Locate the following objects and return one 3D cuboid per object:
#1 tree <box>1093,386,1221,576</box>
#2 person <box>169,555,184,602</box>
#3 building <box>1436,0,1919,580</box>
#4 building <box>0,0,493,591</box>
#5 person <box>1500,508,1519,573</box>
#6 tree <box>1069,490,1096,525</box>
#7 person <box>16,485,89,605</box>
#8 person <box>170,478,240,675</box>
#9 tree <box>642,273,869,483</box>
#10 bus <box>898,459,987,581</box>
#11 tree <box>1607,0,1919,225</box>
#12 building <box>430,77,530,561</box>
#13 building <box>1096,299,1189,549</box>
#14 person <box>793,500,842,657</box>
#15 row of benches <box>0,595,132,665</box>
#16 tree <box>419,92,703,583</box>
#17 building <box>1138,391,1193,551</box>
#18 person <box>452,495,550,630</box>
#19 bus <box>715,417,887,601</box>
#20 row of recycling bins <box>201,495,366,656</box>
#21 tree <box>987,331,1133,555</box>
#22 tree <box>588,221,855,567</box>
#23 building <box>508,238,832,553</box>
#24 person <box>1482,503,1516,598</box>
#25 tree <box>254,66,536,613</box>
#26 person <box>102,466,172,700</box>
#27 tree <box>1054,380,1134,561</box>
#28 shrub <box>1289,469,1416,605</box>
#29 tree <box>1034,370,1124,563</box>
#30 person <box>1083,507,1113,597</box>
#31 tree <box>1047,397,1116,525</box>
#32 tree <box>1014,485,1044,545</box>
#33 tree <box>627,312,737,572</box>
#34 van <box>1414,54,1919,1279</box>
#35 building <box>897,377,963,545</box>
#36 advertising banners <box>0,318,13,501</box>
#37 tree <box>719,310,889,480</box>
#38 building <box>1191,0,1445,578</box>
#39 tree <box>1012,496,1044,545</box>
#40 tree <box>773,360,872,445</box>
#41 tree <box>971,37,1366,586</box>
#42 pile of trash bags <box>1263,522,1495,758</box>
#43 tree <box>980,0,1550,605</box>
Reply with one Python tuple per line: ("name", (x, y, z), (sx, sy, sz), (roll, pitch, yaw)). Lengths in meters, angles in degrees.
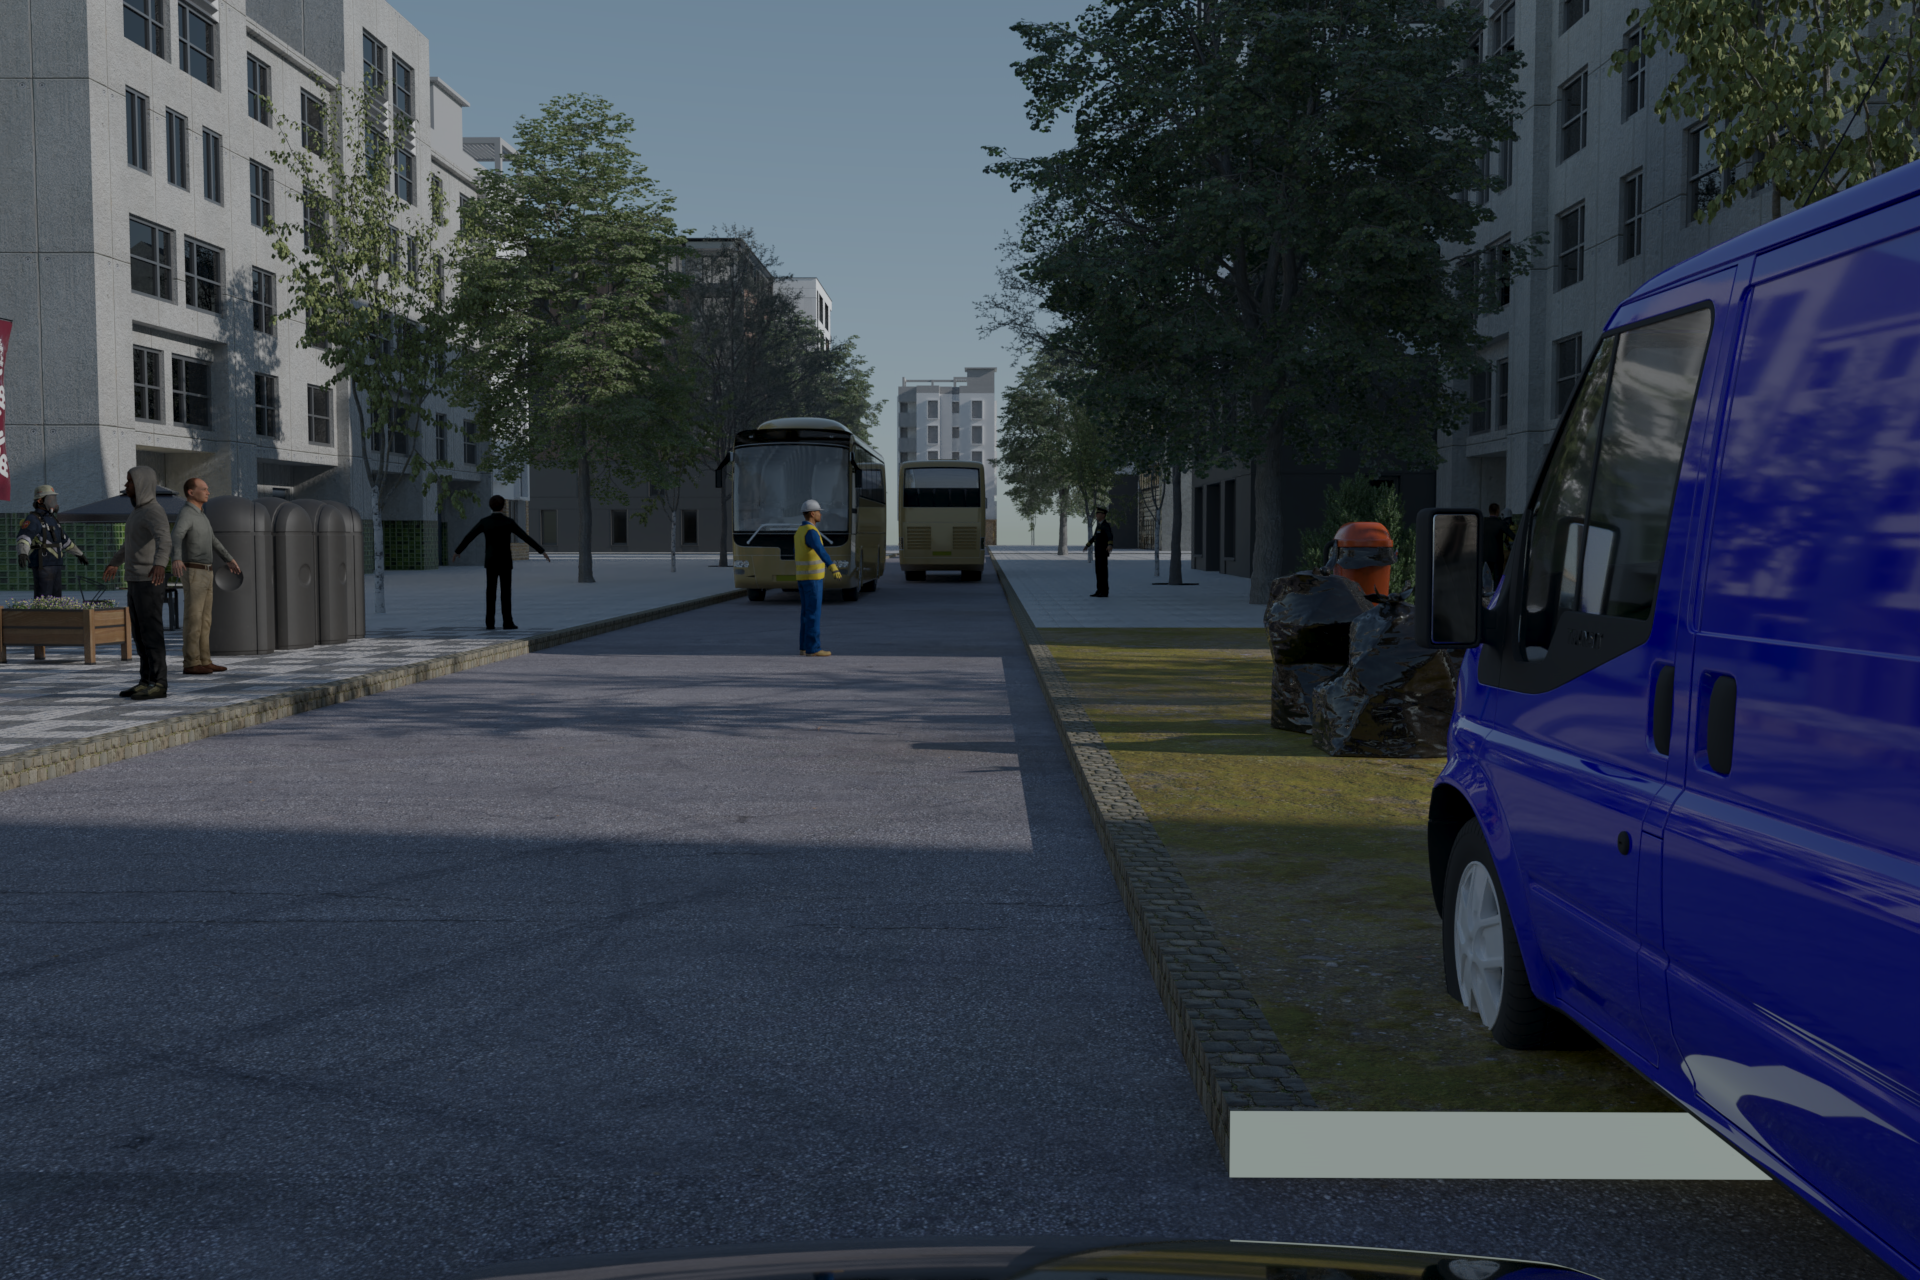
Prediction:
("tree", (5.976, -6.236, 52.317), (4.360, 8.622, 3.978), (0, 3, 0))
("person", (-14.532, -1.436, 32.740), (0.991, 1.433, 0.599), (0, 4, 4))
("building", (21.659, -10.198, 33.192), (16.747, 18.905, 31.486), (0, 4, 1))
("building", (-27.405, -11.473, 54.038), (16.747, 18.905, 31.486), (0, 4, 1))
("person", (12.004, -1.979, 38.118), (1.354, 1.858, 0.705), (-1, 4, -14))
("tree", (16.980, -17.630, 194.905), (9.857, 13.997, 8.962), (0, 3, 0))
("person", (-10.728, -0.894, 20.391), (0.705, 1.856, 1.354), (0, 4, 2))
("person", (-6.986, -0.590, 15.924), (0.705, 1.796, 1.348), (0, 4, -2))
("tree", (-9.364, -10.430, 80.894), (12.009, 13.543, 11.850), (0, 3, 0))
("bus", (-0.496, -3.945, 56.042), (2.896, 3.916, 12.252), (0, 4, 0))
("tree", (6.265, -3.784, 12.237), (4.737, 8.622, 4.395), (0, 3, 0))
("building", (-26.611, -13.258, 73.186), (16.016, 20.090, 11.380), (0, 4, 1))
("building", (26.787, -19.635, 165.004), (27.936, 21.610, 32.646), (0, 4, 0))
("person", (-1.723, -0.730, 20.360), (0.705, 1.833, 1.349), (-2, 4, -24))
("row of benches", (-10.467, -0.129, 17.576), (4.104, 0.672, 1.422), (1, 4, 10))
("tree", (-10.246, -7.777, 45.279), (7.486, 12.596, 7.792), (0, 3, 0))
("building", (24.433, -18.817, 138.583), (19.493, 23.208, 18.063), (0, 4, 1))
("person", (-6.188, -1.044, 23.262), (1.347, 1.806, 0.705), (0, 4, 4))
("bus", (-3.302, -2.976, 40.208), (2.896, 3.916, 12.252), (0, 4, 1))
("row of recycling bins", (-7.735, -0.782, 19.902), (1.069, 1.692, 3.534), (0, 4, 1))
("tree", (6.138, -12.087, 104.285), (9.857, 13.997, 8.962), (0, 3, 0))
("tree", (-9.122, -9.606, 67.432), (12.009, 13.543, 11.850), (0, 3, 0))
("building", (-25.362, -17.865, 136.067), (27.936, 21.610, 32.646), (0, 4, 1))
("person", (8.973, -1.399, 29.094), (0.704, 1.802, 1.346), (-3, 5, -42))
("tree", (-9.262, -4.732, 27.738), (4.737, 8.622, 4.395), (0, 3, 0))
("person", (-6.396, -0.453, 13.537), (0.705, 1.813, 1.348), (-3, 5, -41))
("tree", (6.356, -8.086, 82.563), (4.737, 8.622, 4.395), (0, 3, 0))
("shrub", (4.552, -0.935, 19.713), (1.690, 2.028, 1.600), (0, 3, 0))
("tree", (5.599, -7.720, 76.582), (4.737, 8.622, 4.395), (0, 3, 0))
("person", (2.852, -1.790, 35.206), (0.705, 1.837, 1.347), (-1, 4, -19))
("tree", (6.892, -8.586, 90.741), (4.360, 8.622, 3.978), (0, 3, 0))
("tree", (8.133, -15.026, 196.044), (4.737, 8.622, 4.395), (0, 3, 0))
("tree", (-9.632, -6.600, 58.269), (4.737, 8.622, 4.395), (0, 3, 0))
("van", (2.256, 0.099, 2.771), (2.240, 2.365, 5.245), (0, 4, 0))
("building", (-6.912, -20.966, 201.668), (11.380, 20.090, 16.016), (1, 4, 10))
("advertising banners", (-7.750, -1.042, 13.218), (0.090, 3.025, 2.074), (0, 4, 0))
("tree", (-8.701, -11.545, 95.412), (9.857, 13.997, 8.962), (0, 3, 0))
("building", (22.479, -13.546, 65.448), (27.936, 21.610, 32.646), (0, 4, 1))
("tree", (8.584, -15.320, 200.838), (4.360, 8.622, 3.978), (0, 3, 0))
("tree", (-8.783, -11.529, 106.628), (7.486, 12.596, 7.792), (0, 3, 0))
("tree", (5.473, -8.118, 43.103), (12.009, 13.543, 11.850), (0, 3, 0))
("pile of trash bags", (2.973, -0.110, 11.556), (1.912, 1.369, 3.447), (0, 4, 0))
("tree", (5.542, -7.632, 31.439), (9.857, 13.997, 8.962), (0, 3, 0))
